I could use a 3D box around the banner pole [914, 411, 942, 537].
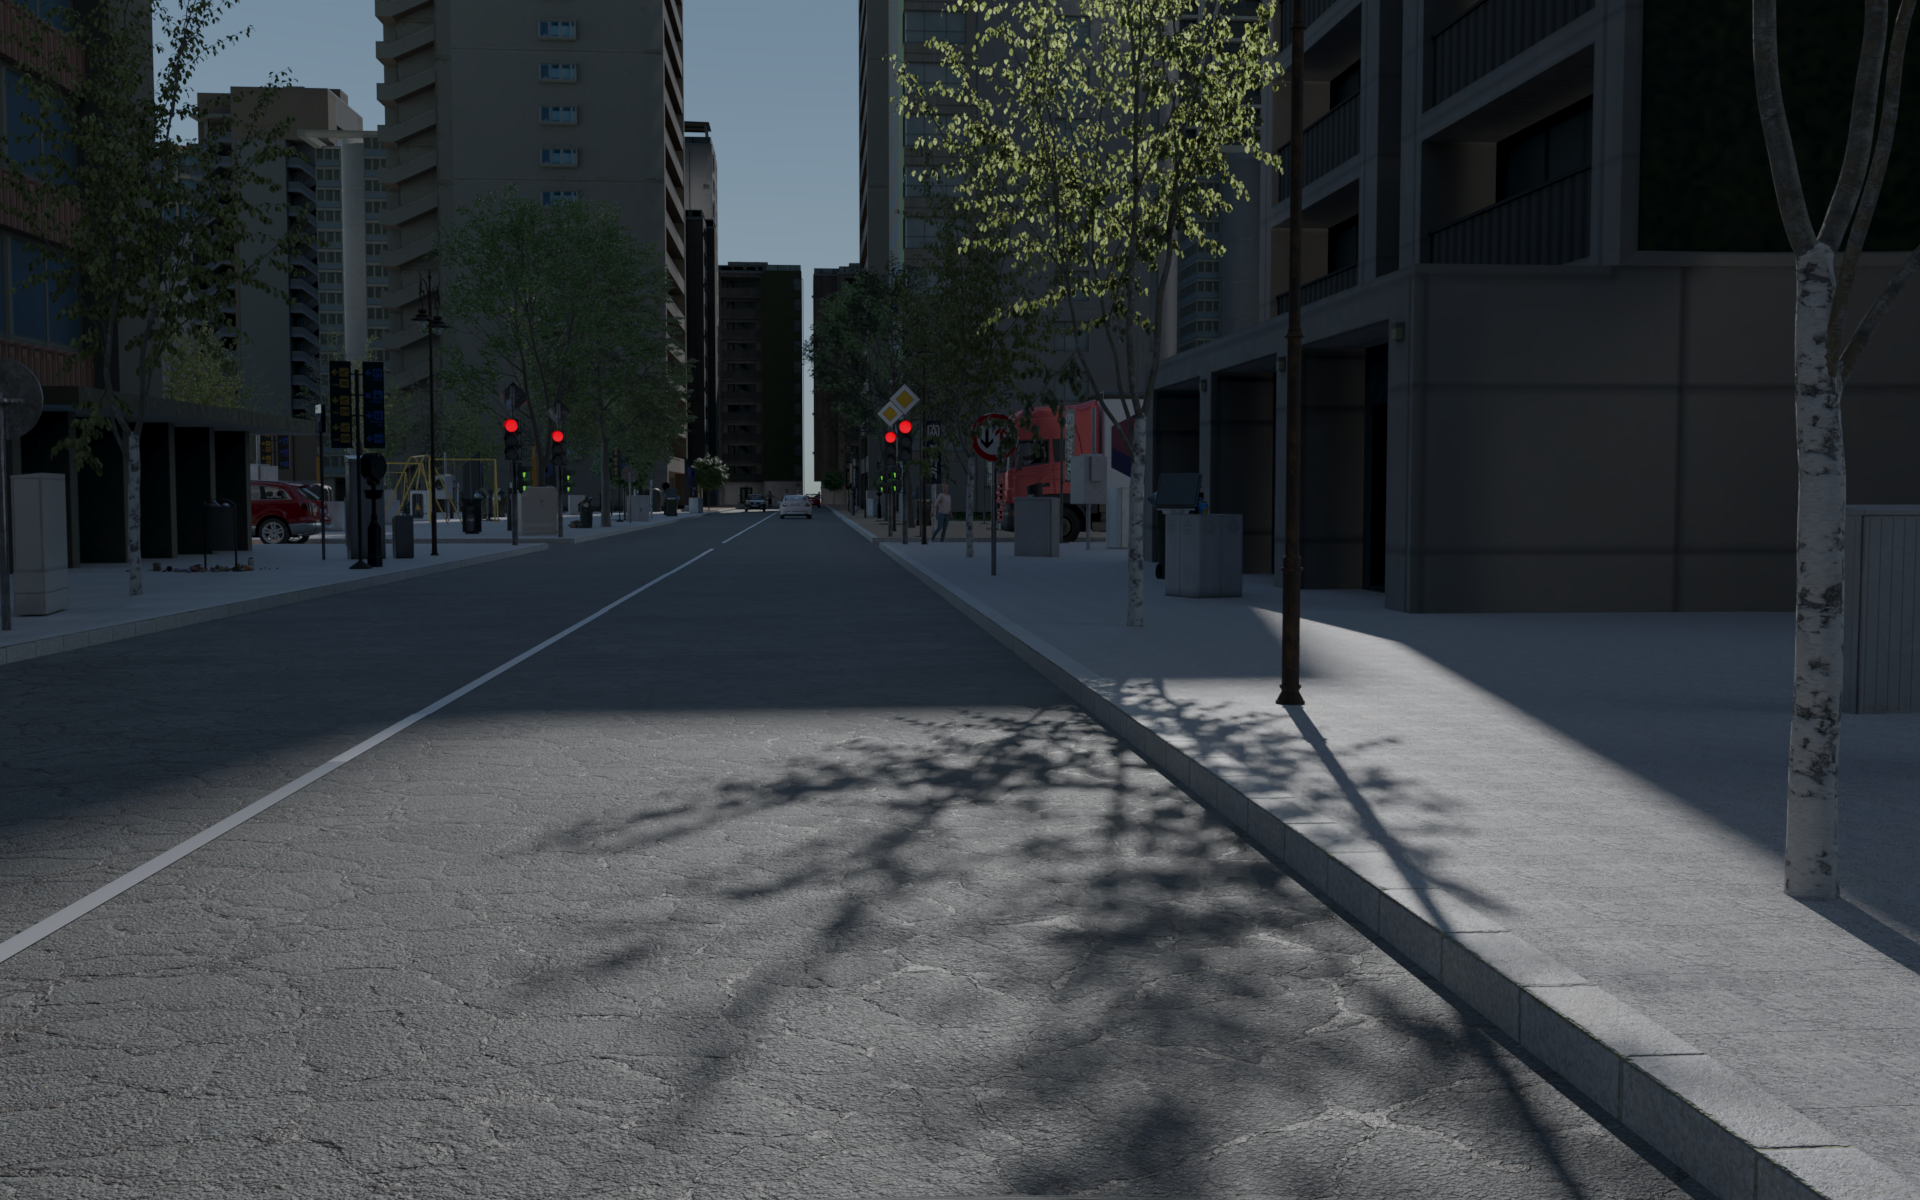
[{"bbox_3d":[-0.946,-3.781,51.833,0.863,3.779,0.401,0,4,-6],"label":"banner pole"}]

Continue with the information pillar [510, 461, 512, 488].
[{"bbox_3d":[-32.228,-8.131,124.304,0.183,3.616,0.504,-1,4,-21],"label":"information pillar"}]

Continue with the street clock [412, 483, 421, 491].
[{"bbox_3d":[-32.163,-5.987,102.451,0.471,2.002,0.358,0,4,-3],"label":"street clock"}]

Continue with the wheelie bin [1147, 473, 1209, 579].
[{"bbox_3d":[3.315,-1.122,26.250,0.980,1.594,0.693,1,4,21],"label":"wheelie bin"}]

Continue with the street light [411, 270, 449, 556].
[{"bbox_3d":[-10.970,-3.865,35.985,0.468,5.910,1.993,0,4,-5],"label":"street light"}]

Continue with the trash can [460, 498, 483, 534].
[{"bbox_3d":[-15.698,-2.694,55.694,0.748,1.137,0.748,0,3,0],"label":"trash can"}]

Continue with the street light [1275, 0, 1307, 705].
[{"bbox_3d":[2.023,-2.302,10.433,0.468,5.910,1.993,0,4,-5],"label":"street light"}]

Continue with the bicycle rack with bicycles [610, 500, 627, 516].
[{"bbox_3d":[-19.821,-5.412,101.861,2.852,0.926,2.925,-1,4,-17],"label":"bicycle rack with bicycles"}]

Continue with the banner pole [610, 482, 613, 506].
[{"bbox_3d":[-24.920,-8.183,123.802,0.401,3.779,0.863,1,4,11],"label":"banner pole"}]

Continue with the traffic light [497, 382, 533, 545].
[{"bbox_3d":[-11.152,-3.330,43.361,0.839,4.253,0.868,0,4,-5],"label":"traffic light"}]

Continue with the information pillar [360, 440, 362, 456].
[{"bbox_3d":[-23.283,-4.639,67.196,0.183,3.616,0.504,-2,4,-31],"label":"information pillar"}]

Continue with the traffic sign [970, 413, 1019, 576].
[{"bbox_3d":[0.533,-1.659,27.237,0.768,2.556,0.104,0,4,-3],"label":"traffic sign"}]

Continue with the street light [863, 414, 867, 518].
[{"bbox_3d":[-5.085,-7.344,92.856,0.468,5.910,1.993,0,4,-5],"label":"street light"}]

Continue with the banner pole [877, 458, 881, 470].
[{"bbox_3d":[-5.592,-7.945,119.917,0.401,3.779,0.863,1,4,23],"label":"banner pole"}]

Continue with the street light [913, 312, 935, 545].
[{"bbox_3d":[-0.908,-4.349,43.900,0.468,5.910,1.993,0,4,-5],"label":"street light"}]

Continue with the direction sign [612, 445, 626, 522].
[{"bbox_3d":[-15.625,-5.348,79.441,0.876,3.537,0.379,3,4,38],"label":"direction sign"}]

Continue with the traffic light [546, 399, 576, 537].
[{"bbox_3d":[-11.845,-3.816,51.316,0.839,4.253,0.868,0,4,-5],"label":"traffic light"}]

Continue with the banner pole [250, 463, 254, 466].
[{"bbox_3d":[-50.631,-8.158,123.403,0.863,3.779,0.401,0,4,3],"label":"banner pole"}]

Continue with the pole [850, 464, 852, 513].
[{"bbox_3d":[-7.265,-7.458,115.787,0.158,3.312,0.155,0,3,0],"label":"pole"}]

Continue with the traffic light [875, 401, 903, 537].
[{"bbox_3d":[-2.122,-3.869,52.176,0.839,4.253,0.868,0,4,-5],"label":"traffic light"}]

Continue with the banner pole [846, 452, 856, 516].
[{"bbox_3d":[-6.347,-6.929,103.298,0.401,3.779,0.863,-1,4,-20],"label":"banner pole"}]

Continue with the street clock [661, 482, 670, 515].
[{"bbox_3d":[-17.849,-6.141,104.973,0.471,2.002,0.358,-2,4,-32],"label":"street clock"}]

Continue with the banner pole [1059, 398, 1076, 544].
[{"bbox_3d":[2.752,-3.351,44.810,0.401,3.779,0.863,-2,4,-29],"label":"banner pole"}]

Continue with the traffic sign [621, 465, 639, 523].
[{"bbox_3d":[-14.522,-4.657,76.255,0.768,2.556,0.104,0,4,-1],"label":"traffic sign"}]

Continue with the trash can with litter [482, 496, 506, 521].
[{"bbox_3d":[-22.263,-4.318,81.664,1.678,1.210,2.233,-1,4,-22],"label":"trash can with litter"}]

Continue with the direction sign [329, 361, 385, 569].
[{"bbox_3d":[-10.283,-2.301,29.615,0.876,3.537,0.379,-1,4,-19],"label":"direction sign"}]

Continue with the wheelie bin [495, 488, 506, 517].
[{"bbox_3d":[-25.552,-5.390,96.039,0.693,1.594,0.980,-2,4,-35],"label":"wheelie bin"}]

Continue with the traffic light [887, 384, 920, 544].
[{"bbox_3d":[-1.428,-3.382,44.220,0.839,4.253,0.868,0,4,-5],"label":"traffic light"}]

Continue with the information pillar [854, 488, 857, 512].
[{"bbox_3d":[-7.338,-7.128,121.029,0.304,2.012,0.304,0,4,5],"label":"information pillar"}]

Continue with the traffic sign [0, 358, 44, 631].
[{"bbox_3d":[-8.982,-0.987,16.236,0.768,2.556,0.104,0,4,-5],"label":"traffic sign"}]

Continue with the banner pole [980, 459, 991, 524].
[{"bbox_3d":[1.202,-5.139,74.037,0.401,3.779,0.863,-3,5,-44],"label":"banner pole"}]

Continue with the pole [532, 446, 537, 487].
[{"bbox_3d":[-18.093,-4.882,73.669,0.158,3.312,0.155,0,3,0],"label":"pole"}]

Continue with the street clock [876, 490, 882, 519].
[{"bbox_3d":[-4.232,-5.270,90.732,0.471,2.002,0.358,-1,4,-21],"label":"street clock"}]

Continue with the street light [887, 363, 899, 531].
[{"bbox_3d":[-2.260,-5.299,59.424,0.468,5.910,1.993,0,4,-5],"label":"street light"}]

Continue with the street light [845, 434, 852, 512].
[{"bbox_3d":[-8.155,-9.415,126.730,0.468,5.910,1.993,0,4,-5],"label":"street light"}]

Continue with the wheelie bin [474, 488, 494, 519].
[{"bbox_3d":[-24.278,-4.903,88.071,0.693,1.594,0.980,0,4,5],"label":"wheelie bin"}]

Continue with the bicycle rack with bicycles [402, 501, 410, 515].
[{"bbox_3d":[-30.295,-4.897,93.446,2.852,0.926,2.925,0,4,-3],"label":"bicycle rack with bicycles"}]

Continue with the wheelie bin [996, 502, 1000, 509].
[{"bbox_3d":[1.856,-3.972,72.848,0.693,1.594,0.980,1,4,13],"label":"wheelie bin"}]

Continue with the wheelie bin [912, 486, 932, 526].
[{"bbox_3d":[-1.525,-3.802,70.063,0.980,1.594,0.693,-1,4,-10],"label":"wheelie bin"}]

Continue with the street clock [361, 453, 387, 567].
[{"bbox_3d":[-10.290,-1.580,30.406,0.358,2.002,0.471,1,4,17],"label":"street clock"}]

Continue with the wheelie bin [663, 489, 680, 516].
[{"bbox_3d":[-16.573,-5.599,99.452,0.980,1.594,0.693,0,4,-5],"label":"wheelie bin"}]

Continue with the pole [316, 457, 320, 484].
[{"bbox_3d":[-35.379,-6.219,95.530,0.158,3.312,0.155,0,3,0],"label":"pole"}]

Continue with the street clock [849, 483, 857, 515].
[{"bbox_3d":[-6.529,-6.201,105.954,0.471,2.002,0.358,0,3,0],"label":"street clock"}]

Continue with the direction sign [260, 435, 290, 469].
[{"bbox_3d":[-21.607,-3.834,54.685,0.876,3.537,0.379,0,4,-6],"label":"direction sign"}]
